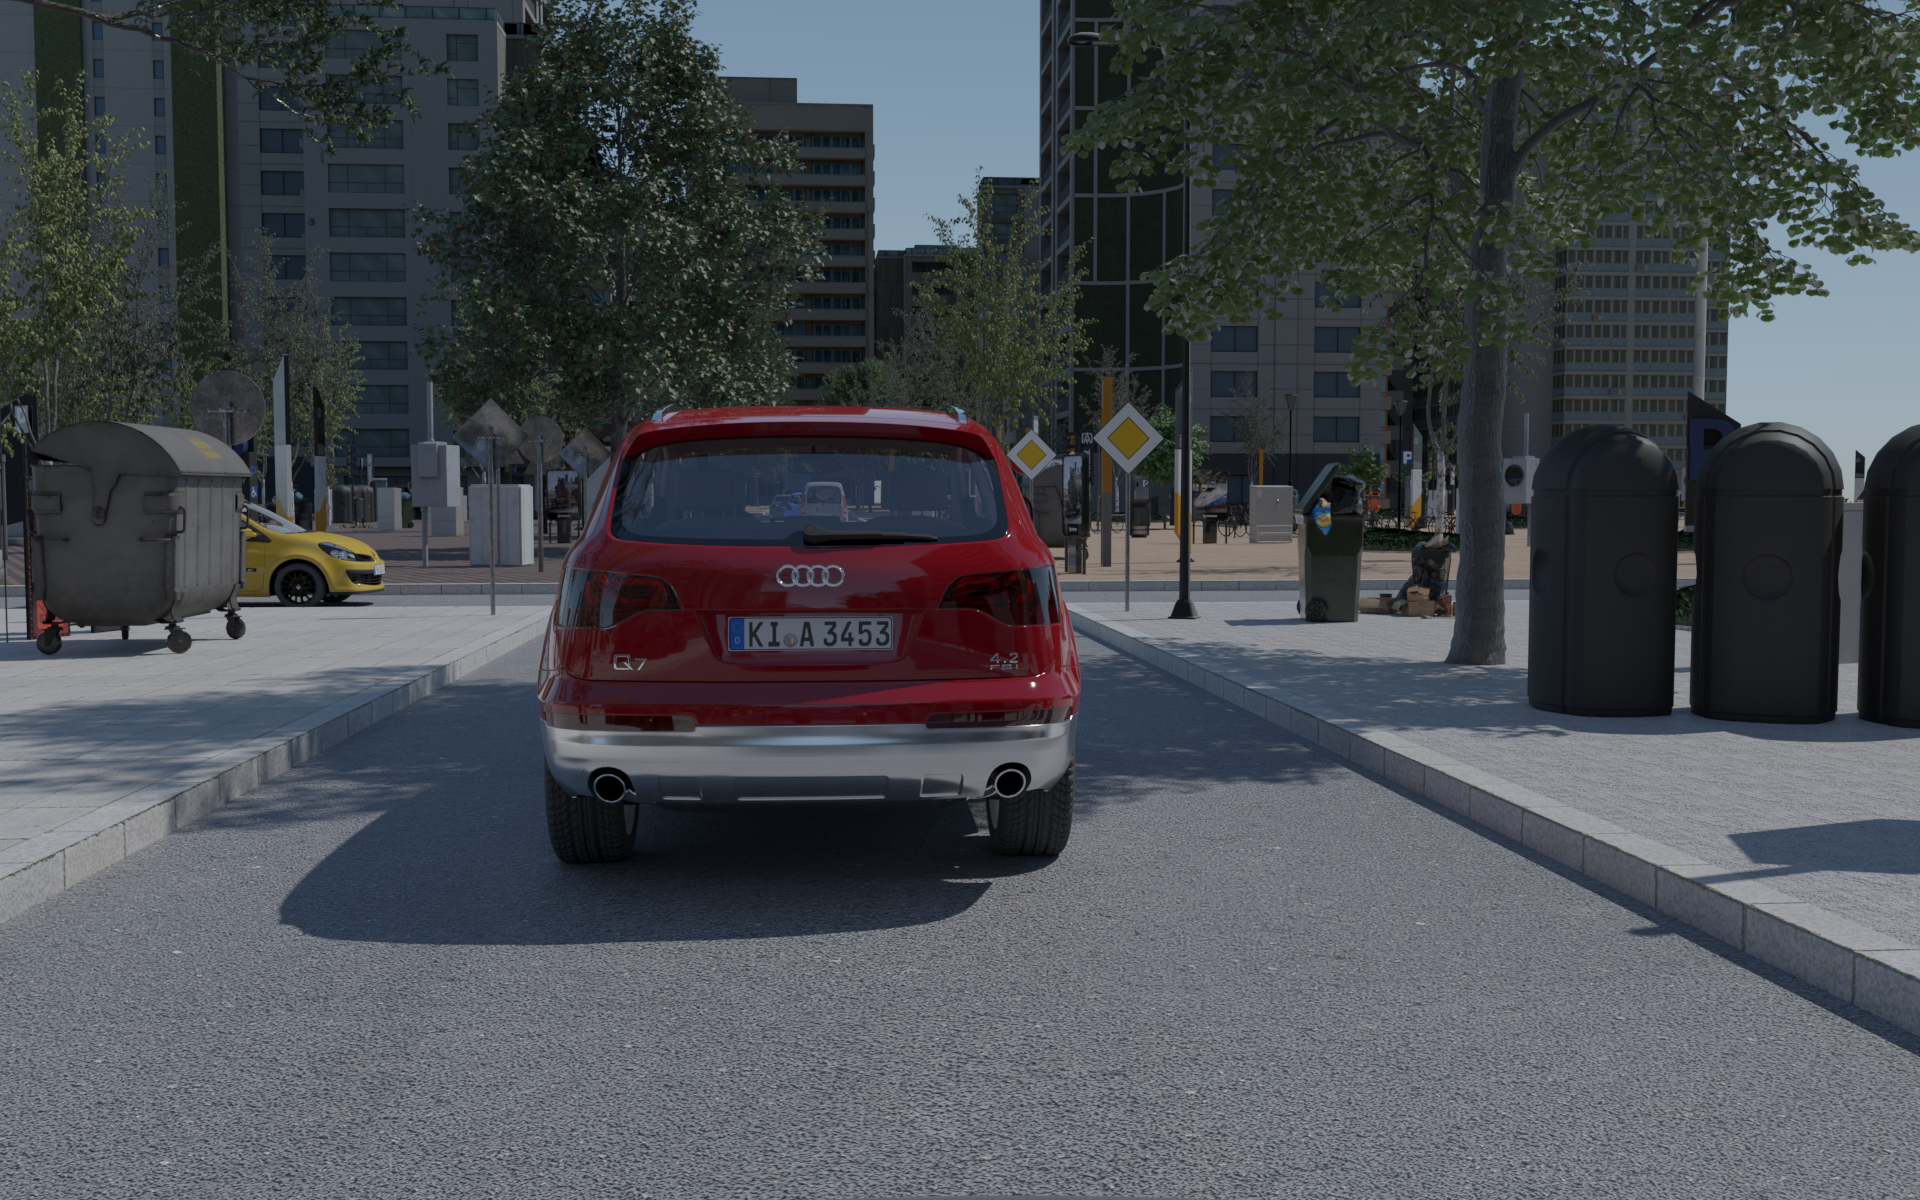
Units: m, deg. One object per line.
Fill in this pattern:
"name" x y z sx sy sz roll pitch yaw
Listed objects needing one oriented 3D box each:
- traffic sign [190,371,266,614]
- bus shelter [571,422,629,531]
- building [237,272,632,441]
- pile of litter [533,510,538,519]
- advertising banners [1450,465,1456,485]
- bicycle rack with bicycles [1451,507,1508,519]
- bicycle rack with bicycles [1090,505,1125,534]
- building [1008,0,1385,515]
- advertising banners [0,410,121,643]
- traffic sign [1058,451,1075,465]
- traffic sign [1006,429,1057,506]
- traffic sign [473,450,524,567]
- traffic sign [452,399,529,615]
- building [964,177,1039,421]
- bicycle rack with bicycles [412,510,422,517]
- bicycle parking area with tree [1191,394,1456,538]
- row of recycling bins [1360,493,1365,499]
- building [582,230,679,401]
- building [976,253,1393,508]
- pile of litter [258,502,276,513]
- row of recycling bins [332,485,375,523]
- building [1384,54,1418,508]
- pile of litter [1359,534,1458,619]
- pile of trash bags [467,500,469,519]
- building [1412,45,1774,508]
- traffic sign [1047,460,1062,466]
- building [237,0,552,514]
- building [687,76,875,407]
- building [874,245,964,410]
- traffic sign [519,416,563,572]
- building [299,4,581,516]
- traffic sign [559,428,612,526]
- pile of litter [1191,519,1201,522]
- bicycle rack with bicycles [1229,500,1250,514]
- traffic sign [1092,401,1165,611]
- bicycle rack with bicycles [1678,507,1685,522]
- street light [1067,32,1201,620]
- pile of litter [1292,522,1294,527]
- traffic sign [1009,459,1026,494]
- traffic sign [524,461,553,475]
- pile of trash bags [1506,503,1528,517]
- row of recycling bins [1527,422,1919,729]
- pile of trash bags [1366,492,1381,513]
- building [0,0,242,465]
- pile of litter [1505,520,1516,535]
"traffic sign" -7.569 -1.090 17.921 0.768 2.556 0.104 0 4 -3
"bus shelter" -10.104 -3.504 51.208 2.014 3.302 5.546 0 4 -5
"building" -43.173 -18.672 150.321 28.899 21.520 27.650 0 4 -5
"pile of litter" -21.940 -4.496 87.475 1.719 0.858 1.176 -2 4 -24
"advertising banners" 28.903 -6.555 103.359 2.074 3.025 0.090 -2 4 -34
"bicycle rack with bicycles" 23.725 -4.028 79.245 2.852 0.926 2.925 0 4 -1
"bicycle rack with bicycles" 4.206 -2.646 56.652 2.852 0.926 2.925 3 4 38
"building" 14.525 -41.262 112.886 20.563 71.187 20.611 0 4 -5
"advertising banners" -8.109 -1.173 15.370 0.090 3.025 2.074 1 4 14
"traffic sign" 2.992 -2.755 46.227 0.795 2.450 0.064 0 4 -1
"traffic sign" 1.102 -1.418 26.831 0.795 2.450 0.064 0 4 -5
"traffic sign" -8.053 -1.848 30.218 0.884 2.594 0.081 0 4 -3
"traffic sign" -4.943 -0.896 18.285 0.795 2.450 0.064 0 4 -5
"building" 8.352 -23.792 160.692 14.160 30.474 14.107 0 4 -5
"bicycle rack with bicycles" -31.284 -5.135 97.337 2.852 0.926 2.925 -1 4 -18
"bicycle parking area with tree" 11.519 -3.922 51.120 8.231 4.147 9.016 -2 4 -26
"row of recycling bins" 22.010 -5.496 96.980 1.069 1.692 3.534 0 4 -1
"building" -44.340 -31.619 208.857 23.993 40.220 32.217 0 4 -5
"building" 16.513 -18.028 139.803 27.650 21.520 28.899 0 4 -5
"pile of litter" -36.722 -4.743 91.507 1.176 0.858 1.719 2 4 34
"row of recycling bins" -27.073 -4.301 77.427 1.069 1.692 3.534 0 4 1
"building" 29.960 -32.717 158.626 21.600 48.544 21.300 0 4 -5
"pile of litter" 4.844 -0.280 18.548 1.176 0.858 1.719 0 4 1
"pile of trash bags" -24.420 -4.973 91.058 3.447 1.369 1.912 1 4 10
"building" 53.090 -28.401 156.242 23.993 40.220 32.217 0 4 -5
"traffic sign" 2.825 -3.021 51.526 0.606 2.300 0.079 0 4 0
"building" -37.409 -41.842 122.373 20.563 71.187 20.611 0 4 -5
"building" -21.164 -35.582 205.470 21.600 48.544 21.300 0 4 -5
"building" -3.011 -26.421 203.679 14.107 30.474 14.160 0 4 -5
"traffic sign" -6.870 -1.726 28.326 0.768 2.556 0.104 0 4 3
"building" -31.366 -20.493 106.766 14.160 30.474 14.107 0 4 -5
"traffic sign" -5.667 -1.382 26.238 0.795 2.450 0.064 0 4 -5
"pile of litter" 10.425 -3.971 78.895 1.176 0.858 1.719 0 4 8
"bicycle rack with bicycles" 16.014 -5.109 96.909 2.852 0.926 2.925 -2 4 -24
"traffic sign" 1.825 -0.932 18.878 0.795 2.450 0.064 0 4 -5
"bicycle rack with bicycles" 35.148 -4.478 86.595 2.925 0.926 2.852 0 4 -1
"street light" 1.777 -2.759 17.656 1.470 5.913 1.316 0 4 -5
"pile of litter" 10.759 -2.727 58.550 1.176 0.858 1.719 3 4 38
"traffic sign" 1.607 -2.643 43.314 0.768 2.556 0.104 0 4 4
"traffic sign" -11.464 -2.893 47.304 0.884 2.594 0.081 0 4 -4
"pile of trash bags" 30.400 -4.952 90.723 3.447 1.369 1.912 2 4 32
"row of recycling bins" 5.124 -0.171 9.908 3.534 1.692 1.069 1 4 15
"pile of trash bags" 17.250 -4.161 77.793 3.447 1.369 1.912 -1 4 -11
"building" -72.918 -37.156 149.497 28.212 58.520 21.231 0 4 -5
"pile of litter" 16.762 -2.493 54.719 1.719 0.858 1.176 0 4 0
